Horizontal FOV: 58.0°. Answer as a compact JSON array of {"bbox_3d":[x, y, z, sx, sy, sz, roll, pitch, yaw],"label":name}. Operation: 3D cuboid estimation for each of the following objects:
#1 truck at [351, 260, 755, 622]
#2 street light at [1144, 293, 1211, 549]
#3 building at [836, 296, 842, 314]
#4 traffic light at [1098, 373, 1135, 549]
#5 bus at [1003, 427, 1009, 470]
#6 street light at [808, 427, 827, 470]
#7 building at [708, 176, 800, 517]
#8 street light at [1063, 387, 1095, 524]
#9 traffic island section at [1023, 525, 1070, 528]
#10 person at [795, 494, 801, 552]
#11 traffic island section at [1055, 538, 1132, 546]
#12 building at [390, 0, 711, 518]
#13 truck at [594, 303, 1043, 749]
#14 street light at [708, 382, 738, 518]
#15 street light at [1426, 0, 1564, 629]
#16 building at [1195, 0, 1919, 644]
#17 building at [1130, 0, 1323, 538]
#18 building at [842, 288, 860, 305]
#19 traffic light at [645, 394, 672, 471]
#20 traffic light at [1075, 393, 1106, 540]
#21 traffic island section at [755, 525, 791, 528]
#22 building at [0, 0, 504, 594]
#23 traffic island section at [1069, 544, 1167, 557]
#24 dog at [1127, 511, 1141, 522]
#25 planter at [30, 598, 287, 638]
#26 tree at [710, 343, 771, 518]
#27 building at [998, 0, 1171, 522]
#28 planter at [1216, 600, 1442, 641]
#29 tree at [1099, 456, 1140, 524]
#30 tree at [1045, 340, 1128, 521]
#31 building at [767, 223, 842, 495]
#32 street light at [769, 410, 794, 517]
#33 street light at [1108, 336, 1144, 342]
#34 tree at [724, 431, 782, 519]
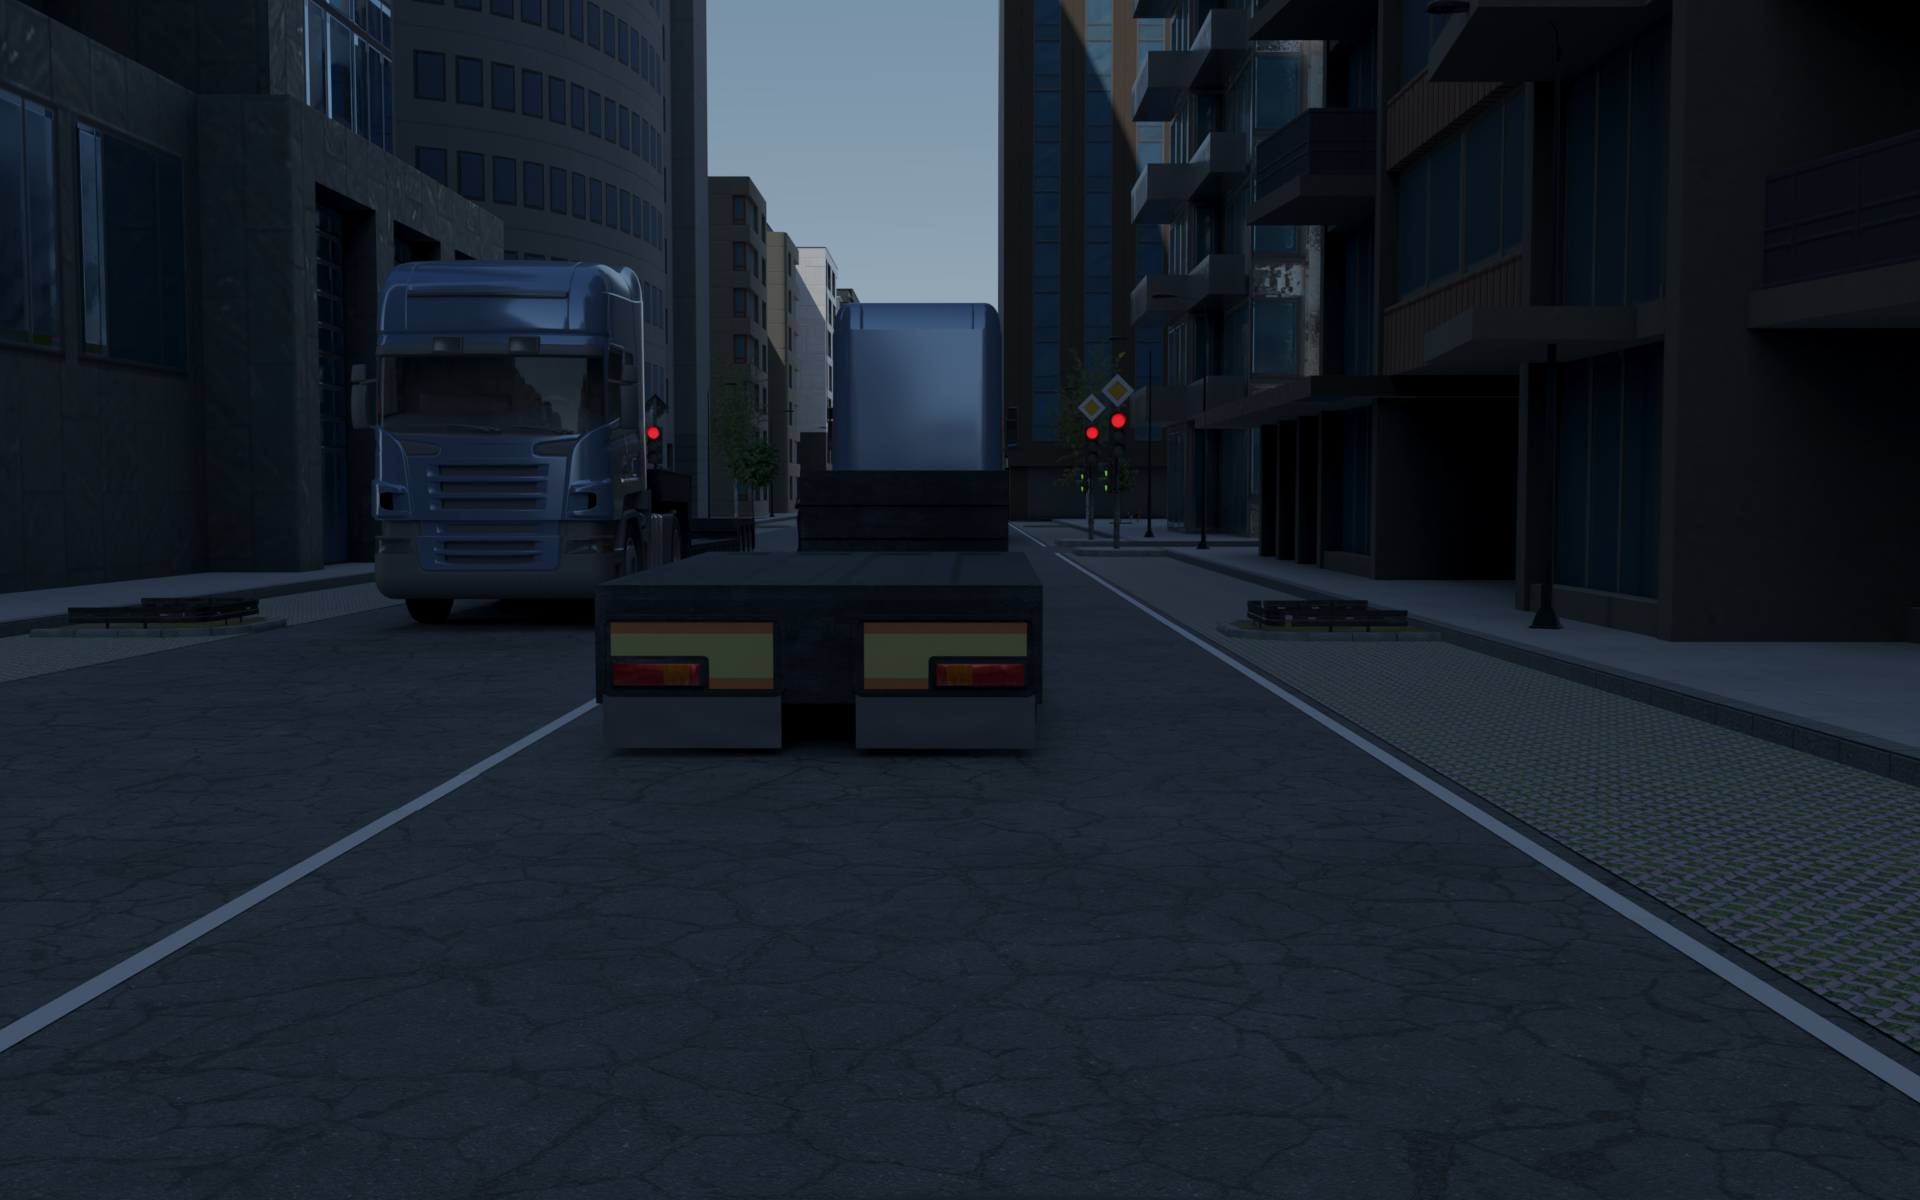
[{"bbox_3d":[-5.127,-2.237,26.337,2.967,4.110,18.799,0,4,-2],"label":"truck"},{"bbox_3d":[5.126,-4.135,40.157,1.470,5.913,1.316,0,3,0],"label":"street light"},{"bbox_3d":[-18.048,-18.779,163.450,16.016,20.091,11.380,0,3,0],"label":"building"},{"bbox_3d":[3.652,-3.154,40.488,0.839,4.253,0.868,0,3,0],"label":"traffic light"},{"bbox_3d":[0.160,-3.922,55.678,2.896,3.916,12.252,0,4,1],"label":"bus"},{"bbox_3d":[-9.909,-9.007,119.804,1.470,5.913,1.316,0,3,0],"label":"street light"},{"bbox_3d":[-25.256,-16.137,108.874,27.650,21.520,28.899,0,3,0],"label":"building"},{"bbox_3d":[5.173,-6.284,75.280,1.470,5.913,1.316,0,3,0],"label":"street light"},{"bbox_3d":[3.716,-3.168,74.670,1.991,0.108,1.994,0,3,0],"label":"traffic island section"},{"bbox_3d":[-3.578,-1.861,39.849,0.541,1.710,0.530,3,5,40],"label":"person"},{"bbox_3d":[3.698,-1.609,48.587,2.009,0.180,2.903,0,3,0],"label":"traffic island section"},{"bbox_3d":[-22.148,-32.003,65.254,21.231,58.520,28.212,0,3,0],"label":"building"},{"bbox_3d":[-0.664,-1.764,18.603,2.967,4.110,18.799,0,4,1],"label":"truck"},{"bbox_3d":[-9.918,-6.089,72.099,1.470,5.913,1.316,0,3,0],"label":"street light"},{"bbox_3d":[5.074,-2.683,16.416,1.470,5.913,1.316,0,3,0],"label":"street light"},{"bbox_3d":[15.785,-22.466,21.938,22.147,44.769,28.867,0,3,0],"label":"building"},{"bbox_3d":[21.114,-26.836,58.372,30.456,49.044,23.786,0,3,0],"label":"building"},{"bbox_3d":[-26.940,-20.922,186.056,32.646,21.610,27.936,0,3,0],"label":"building"},{"bbox_3d":[-8.503,-3.642,48.467,0.839,4.253,0.868,0,3,0],"label":"traffic light"},{"bbox_3d":[3.658,-3.642,48.473,0.839,4.253,0.868,0,3,0],"label":"traffic light"},{"bbox_3d":[-8.199,-3.082,73.252,1.991,0.108,1.994,0,3,0],"label":"traffic island section"},{"bbox_3d":[-26.273,-43.723,27.538,31.000,86.520,22.319,0,3,0],"label":"building"},{"bbox_3d":[3.692,-1.121,40.602,2.009,0.180,2.903,0,3,0],"label":"traffic island section"},{"bbox_3d":[7.944,-3.795,78.882,0.540,0.507,0.406,-3,5,-45],"label":"dog"},{"bbox_3d":[-8.240,0.183,18.150,1.991,0.319,1.994,0,3,0],"label":"planter"},{"bbox_3d":[-11.001,-8.162,83.819,4.737,8.622,4.395,0,3,0],"label":"tree"},{"bbox_3d":[9.114,-27.145,93.926,14.600,45.320,14.200,0,3,0],"label":"building"},{"bbox_3d":[3.671,0.210,17.706,1.991,0.319,1.994,0,3,0],"label":"planter"},{"bbox_3d":[6.995,-4.905,74.794,1.663,3.219,1.824,0,3,0],"label":"tree"},{"bbox_3d":[6.140,-8.140,83.457,4.737,8.622,4.395,0,3,0],"label":"tree"},{"bbox_3d":[-25.012,-18.174,141.124,27.936,21.610,32.646,0,3,0],"label":"building"},{"bbox_3d":[-9.881,-7.541,95.840,1.470,5.913,1.316,0,3,0],"label":"street light"},{"bbox_3d":[5.058,-4.803,51.065,1.470,5.913,1.316,0,3,0],"label":"street light"},{"bbox_3d":[-10.826,-6.544,90.711,4.285,4.588,4.351,0,3,0],"label":"tree"}]
